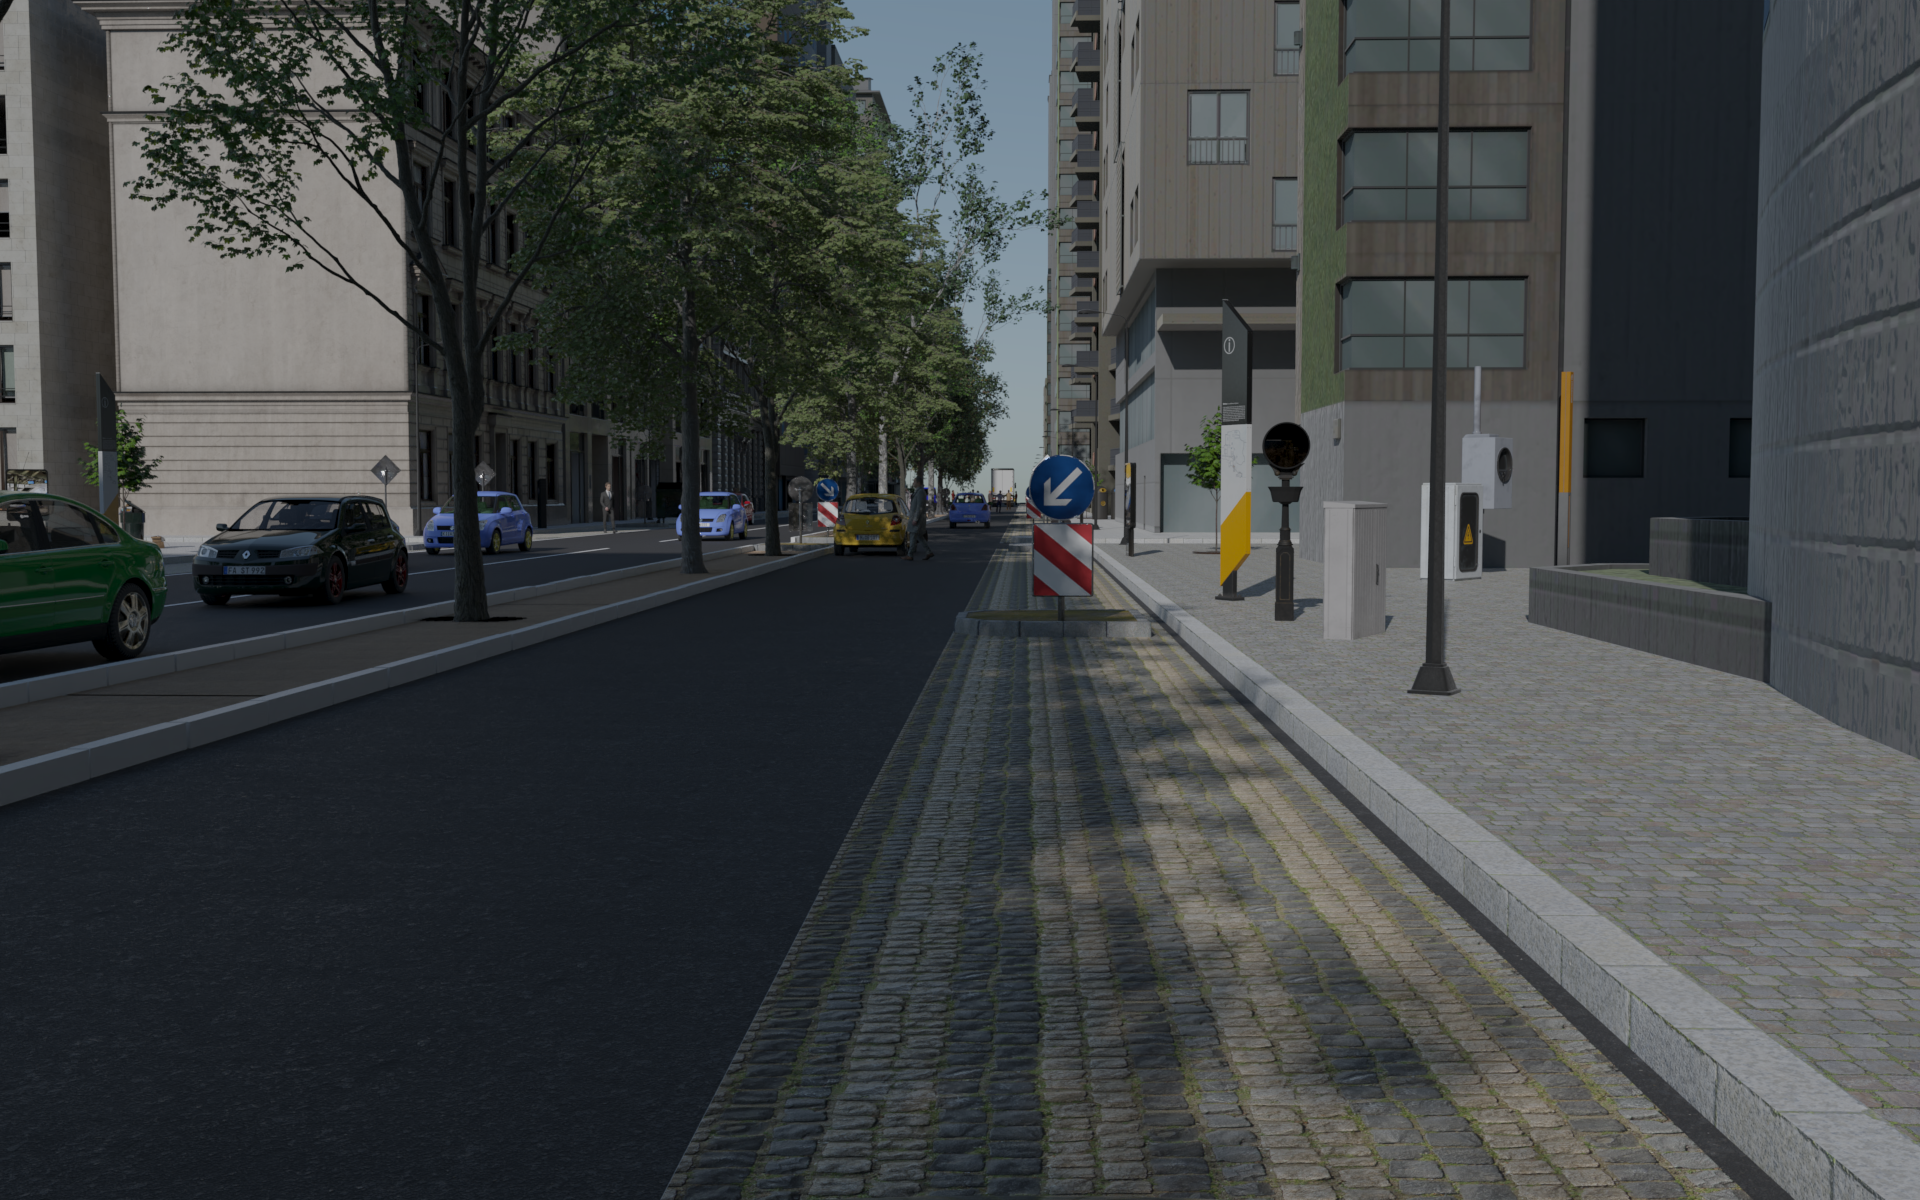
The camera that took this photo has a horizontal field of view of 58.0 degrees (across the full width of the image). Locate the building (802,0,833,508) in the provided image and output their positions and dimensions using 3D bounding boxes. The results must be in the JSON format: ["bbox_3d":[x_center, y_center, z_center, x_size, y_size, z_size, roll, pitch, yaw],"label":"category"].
[{"bbox_3d":[-23.496,-37.505,155.202,21.231,58.520,28.212,0,4,2],"label":"building"}]

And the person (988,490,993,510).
[{"bbox_3d":[2.723,-8.902,154.592,0.434,1.755,0.990,2,4,24],"label":"person"}]

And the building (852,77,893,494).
[{"bbox_3d":[-23.494,-38.850,224.439,28.713,52.752,27.495,0,4,2],"label":"building"}]

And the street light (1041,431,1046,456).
[{"bbox_3d":[6.850,-9.432,126.755,1.470,5.913,1.316,0,4,2],"label":"street light"}]

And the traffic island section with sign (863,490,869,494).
[{"bbox_3d":[-9.691,-10.445,179.399,1.989,1.847,2.006,0,4,2],"label":"traffic island section with sign"}]

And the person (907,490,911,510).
[{"bbox_3d":[-3.952,-7.421,130.504,0.551,1.740,0.621,1,4,16],"label":"person"}]

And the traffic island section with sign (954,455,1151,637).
[{"bbox_3d":[0.948,-0.585,18.185,1.989,1.847,2.006,0,4,2],"label":"traffic island section with sign"}]

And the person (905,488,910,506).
[{"bbox_3d":[-3.353,-5.930,105.572,0.709,1.813,0.853,1,4,12],"label":"person"}]

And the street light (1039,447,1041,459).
[{"bbox_3d":[7.230,-10.130,138.161,1.470,5.913,1.316,0,4,2],"label":"street light"}]

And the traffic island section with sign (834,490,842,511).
[{"bbox_3d":[-10.716,-8.763,151.905,1.989,1.847,2.006,0,4,2],"label":"traffic island section with sign"}]

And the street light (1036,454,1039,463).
[{"bbox_3d":[8.456,-12.099,170.355,1.470,5.913,1.316,0,4,2],"label":"street light"}]

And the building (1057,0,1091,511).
[{"bbox_3d":[14.656,-27.686,136.266,14.154,41.232,14.086,0,4,2],"label":"building"}]

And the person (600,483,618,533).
[{"bbox_3d":[-12.792,-3.361,63.229,0.659,1.850,0.755,-3,4,-38],"label":"person"}]

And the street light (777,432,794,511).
[{"bbox_3d":[-12.976,-9.556,128.783,1.470,5.913,1.316,0,4,2],"label":"street light"}]

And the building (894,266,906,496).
[{"bbox_3d":[-16.105,-36.213,275.684,14.154,41.232,14.086,0,4,2],"label":"building"}]

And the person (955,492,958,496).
[{"bbox_3d":[-0.380,-16.753,283.192,1.217,1.735,0.721,0,4,2],"label":"person"}]

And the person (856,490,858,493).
[{"bbox_3d":[-7.641,-7.361,129.558,1.217,1.736,0.721,0,4,-7],"label":"person"}]

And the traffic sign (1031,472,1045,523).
[{"bbox_3d":[2.507,-2.943,51.755,0.795,2.450,0.064,0,4,2],"label":"traffic sign"}]

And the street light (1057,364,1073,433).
[{"bbox_3d":[4.319,-5.464,61.873,1.470,5.913,1.316,0,4,2],"label":"street light"}]

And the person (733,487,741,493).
[{"bbox_3d":[-12.648,-5.478,98.042,0.580,1.828,0.573,1,4,17],"label":"person"}]

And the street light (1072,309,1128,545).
[{"bbox_3d":[3.656,-4.350,43.669,1.470,5.913,1.316,0,4,2],"label":"street light"}]

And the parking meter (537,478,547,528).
[{"bbox_3d":[-15.635,-3.612,64.762,0.255,1.863,0.399,-2,4,-31],"label":"parking meter"}]

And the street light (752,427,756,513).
[{"bbox_3d":[-13.457,-8.828,116.884,1.470,5.913,1.316,0,4,2],"label":"street light"}]

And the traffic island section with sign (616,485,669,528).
[{"bbox_3d":[-13.626,-4.033,74.569,1.989,1.847,2.006,0,4,2],"label":"traffic island section with sign"}]

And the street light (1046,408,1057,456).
[{"bbox_3d":[5.577,-7.433,94.066,1.470,5.913,1.316,0,4,2],"label":"street light"}]

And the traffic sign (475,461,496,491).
[{"bbox_3d":[-14.425,-2.983,52.409,0.795,2.450,0.064,0,4,2],"label":"traffic sign"}]

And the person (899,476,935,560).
[{"bbox_3d":[-0.932,-1.764,37.437,0.767,1.812,0.694,0,4,-1],"label":"person"}]

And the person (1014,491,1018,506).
[{"bbox_3d":[6.979,-12.731,216.590,0.705,1.831,1.348,-1,4,-18],"label":"person"}]

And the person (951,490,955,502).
[{"bbox_3d":[-0.641,-9.706,167.125,0.705,1.831,1.348,1,4,9],"label":"person"}]

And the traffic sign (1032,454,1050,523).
[{"bbox_3d":[2.207,-2.455,43.775,0.795,2.450,0.064,0,4,2],"label":"traffic sign"}]

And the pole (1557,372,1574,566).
[{"bbox_3d":[10.134,-2.149,28.983,0.158,3.312,0.155,0,3,0],"label":"pole"}]

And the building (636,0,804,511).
[{"bbox_3d":[-19.945,-29.613,134.291,14.600,45.320,14.200,0,4,2],"label":"building"}]

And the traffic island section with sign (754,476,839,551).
[{"bbox_3d":[-4.163,-2.214,44.330,2.006,1.907,1.989,0,4,2],"label":"traffic island section with sign"}]

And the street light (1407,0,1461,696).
[{"bbox_3d":[2.521,-2.354,11.033,1.470,5.913,1.316,0,4,2],"label":"street light"}]

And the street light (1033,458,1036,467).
[{"bbox_3d":[9.615,-14.079,202.734,1.470,5.913,1.316,0,4,2],"label":"street light"}]

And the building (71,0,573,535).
[{"bbox_3d":[-21.319,-12.092,62.331,10.561,19.102,19.286,0,4,2],"label":"building"}]

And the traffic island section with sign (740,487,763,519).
[{"bbox_3d":[-12.612,-5.681,101.505,1.989,1.847,2.006,0,4,2],"label":"traffic island section with sign"}]

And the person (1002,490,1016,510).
[{"bbox_3d":[4.334,-8.925,154.521,1.348,1.812,0.705,-1,4,-15],"label":"person"}]

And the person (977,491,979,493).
[{"bbox_3d":[1.437,-8.477,147.815,0.721,1.735,1.217,1,4,15],"label":"person"}]

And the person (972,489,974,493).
[{"bbox_3d":[1.031,-7.836,136.621,1.348,1.824,0.705,0,4,1],"label":"person"}]

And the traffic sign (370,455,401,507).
[{"bbox_3d":[-14.725,-2.495,44.429,0.795,2.450,0.064,0,4,2],"label":"traffic sign"}]

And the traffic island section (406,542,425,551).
[{"bbox_3d":[-14.748,-1.358,44.492,2.009,0.180,2.903,0,4,2],"label":"traffic island section"}]

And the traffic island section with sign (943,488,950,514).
[{"bbox_3d":[-1.064,-7.259,126.818,2.006,1.907,1.989,0,4,2],"label":"traffic island section with sign"}]

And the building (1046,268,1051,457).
[{"bbox_3d":[18.095,-27.522,221.687,14.160,30.474,14.107,0,4,2],"label":"building"}]

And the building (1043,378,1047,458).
[{"bbox_3d":[27.020,-26.086,271.549,27.650,21.520,28.899,0,4,2],"label":"building"}]

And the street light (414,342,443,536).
[{"bbox_3d":[-15.895,-4.890,52.496,1.470,5.913,1.316,0,4,2],"label":"street light"}]

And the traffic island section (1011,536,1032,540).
[{"bbox_3d":[2.531,-1.807,51.831,2.009,0.180,2.903,0,4,2],"label":"traffic island section"}]

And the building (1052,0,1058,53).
[{"bbox_3d":[20.396,-39.475,187.408,21.231,58.520,28.212,0,4,2],"label":"building"}]

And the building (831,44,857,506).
[{"bbox_3d":[-22.423,-34.074,180.815,21.300,48.544,21.600,0,4,2],"label":"building"}]

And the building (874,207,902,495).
[{"bbox_3d":[-19.882,-36.625,253.448,22.147,44.769,28.867,0,4,2],"label":"building"}]

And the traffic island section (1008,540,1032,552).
[{"bbox_3d":[2.231,-1.319,43.852,2.009,0.180,2.903,0,4,2],"label":"traffic island section"}]

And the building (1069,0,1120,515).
[{"bbox_3d":[18.284,-27.935,111.369,22.147,44.769,28.867,0,4,2],"label":"building"}]

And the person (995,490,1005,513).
[{"bbox_3d":[3.029,-7.487,131.857,0.756,1.711,0.436,0,3,0],"label":"person"}]

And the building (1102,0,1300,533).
[{"bbox_3d":[19.064,-29.165,66.085,27.495,52.752,28.713,0,4,2],"label":"building"}]

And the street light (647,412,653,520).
[{"bbox_3d":[-14.642,-6.859,84.689,1.470,5.913,1.316,0,4,2],"label":"street light"}]

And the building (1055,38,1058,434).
[{"bbox_3d":[19.983,-32.954,158.413,23.786,49.044,30.456,0,4,2],"label":"building"}]
